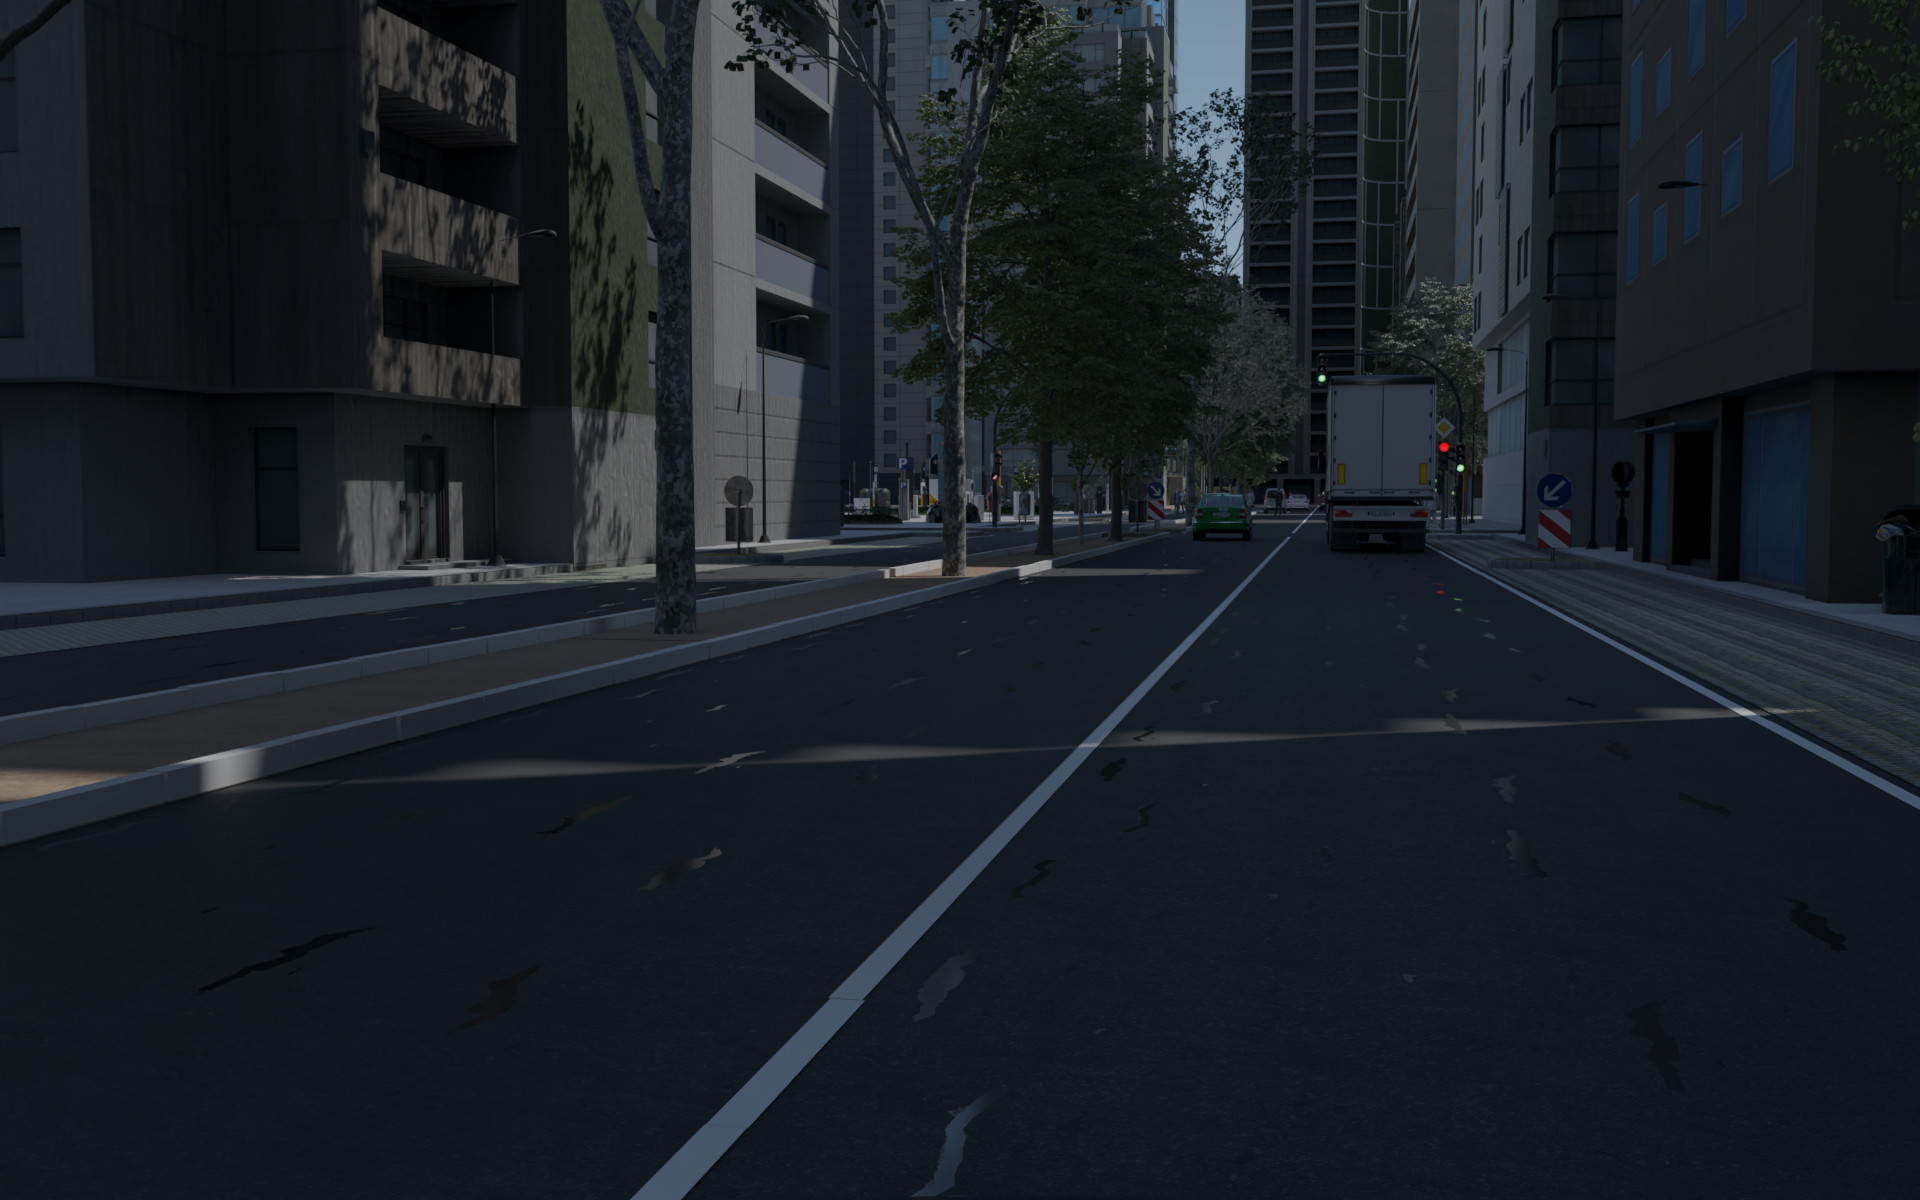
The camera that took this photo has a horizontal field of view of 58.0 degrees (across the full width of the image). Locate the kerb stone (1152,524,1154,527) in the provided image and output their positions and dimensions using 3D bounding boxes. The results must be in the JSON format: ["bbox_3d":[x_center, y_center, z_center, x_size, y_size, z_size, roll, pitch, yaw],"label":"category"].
[{"bbox_3d":[7.942,-3.087,72.663,0.120,0.150,1.000,1,4,12],"label":"kerb stone"}]

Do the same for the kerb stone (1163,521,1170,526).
[{"bbox_3d":[9.446,-3.516,79.678,0.120,0.150,1.000,1,4,12],"label":"kerb stone"}]

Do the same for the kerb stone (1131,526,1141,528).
[{"bbox_3d":[6.870,-2.780,67.646,0.120,0.150,1.000,1,4,12],"label":"kerb stone"}]

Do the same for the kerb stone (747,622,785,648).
[{"bbox_3d":[-1.909,0.350,16.545,0.120,0.150,1.000,1,4,12],"label":"kerb stone"}]

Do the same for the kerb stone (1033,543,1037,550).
[{"bbox_3d":[1.828,-1.337,44.066,0.120,0.150,1.000,1,4,12],"label":"kerb stone"}]

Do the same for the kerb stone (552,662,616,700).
[{"bbox_3d":[-2.768,0.593,12.532,0.120,0.150,1.000,1,4,12],"label":"kerb stone"}]

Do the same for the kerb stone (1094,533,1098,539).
[{"bbox_3d":[4.188,-2.013,55.101,0.120,0.150,1.000,1,4,12],"label":"kerb stone"}]

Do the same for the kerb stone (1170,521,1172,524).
[{"bbox_3d":[9.658,-3.577,80.683,0.120,0.150,1.000,1,4,12],"label":"kerb stone"}]

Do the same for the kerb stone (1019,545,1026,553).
[{"bbox_3d":[1.399,-1.215,42.058,0.120,0.150,1.000,1,4,12],"label":"kerb stone"}]

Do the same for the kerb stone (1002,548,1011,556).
[{"bbox_3d":[0.969,-1.092,40.049,0.120,0.150,1.000,1,4,12],"label":"kerb stone"}]

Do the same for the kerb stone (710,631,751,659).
[{"bbox_3d":[-2.121,0.412,15.530,0.120,0.150,1.000,1,4,12],"label":"kerb stone"}]

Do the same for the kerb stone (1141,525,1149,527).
[{"bbox_3d":[7.515,-2.964,70.655,0.120,0.150,1.000,1,4,12],"label":"kerb stone"}]

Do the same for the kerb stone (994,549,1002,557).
[{"bbox_3d":[0.748,-1.031,39.051,0.120,0.150,1.000,1,4,12],"label":"kerb stone"}]

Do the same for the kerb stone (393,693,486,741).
[{"bbox_3d":[-3.191,0.714,10.528,0.120,0.150,1.000,1,4,12],"label":"kerb stone"}]

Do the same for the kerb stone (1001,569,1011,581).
[{"bbox_3d":[0.655,-0.391,28.584,0.120,0.150,1.000,1,4,12],"label":"kerb stone"}]

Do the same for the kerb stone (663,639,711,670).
[{"bbox_3d":[-2.340,0.469,14.530,0.120,0.150,1.000,1,4,12],"label":"kerb stone"}]

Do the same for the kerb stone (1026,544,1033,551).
[{"bbox_3d":[1.614,-1.276,43.059,0.120,0.150,1.000,1,4,12],"label":"kerb stone"}]

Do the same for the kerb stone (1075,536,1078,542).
[{"bbox_3d":[3.333,-1.765,51.083,0.120,0.150,1.000,1,4,12],"label":"kerb stone"}]

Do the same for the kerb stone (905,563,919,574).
[{"bbox_3d":[-0.954,-0.541,31.036,0.120,0.150,1.000,1,4,12],"label":"kerb stone"}]

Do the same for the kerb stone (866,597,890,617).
[{"bbox_3d":[-1.046,0.101,20.549,0.120,0.150,1.000,1,4,12],"label":"kerb stone"}]

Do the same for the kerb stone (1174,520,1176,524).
[{"bbox_3d":[10.093,-3.700,82.690,0.120,0.150,1.000,1,4,12],"label":"kerb stone"}]

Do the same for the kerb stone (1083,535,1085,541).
[{"bbox_3d":[3.547,-1.828,52.088,0.120,0.150,1.000,1,4,12],"label":"kerb stone"}]

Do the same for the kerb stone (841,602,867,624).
[{"bbox_3d":[-1.264,0.162,19.547,0.120,0.150,1.000,1,4,12],"label":"kerb stone"}]

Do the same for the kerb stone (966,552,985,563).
[{"bbox_3d":[0.333,-0.907,37.050,0.120,0.150,1.000,1,4,12],"label":"kerb stone"}]

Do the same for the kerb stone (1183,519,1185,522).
[{"bbox_3d":[11.168,-4.001,87.703,0.120,0.150,1.000,1,4,12],"label":"kerb stone"}]

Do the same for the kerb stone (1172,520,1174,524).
[{"bbox_3d":[9.870,-3.639,81.692,0.120,0.150,1.000,1,4,12],"label":"kerb stone"}]

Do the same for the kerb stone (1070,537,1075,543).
[{"bbox_3d":[3.114,-1.703,50.085,0.120,0.150,1.000,1,4,12],"label":"kerb stone"}]

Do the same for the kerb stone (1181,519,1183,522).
[{"bbox_3d":[10.944,-3.945,86.698,0.120,0.150,1.000,1,4,12],"label":"kerb stone"}]

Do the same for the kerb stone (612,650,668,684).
[{"bbox_3d":[-2.548,0.530,13.530,0.120,0.150,1.000,1,4,12],"label":"kerb stone"}]

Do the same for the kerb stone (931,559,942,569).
[{"bbox_3d":[-0.531,-0.664,33.048,0.120,0.150,1.000,1,4,12],"label":"kerb stone"}]

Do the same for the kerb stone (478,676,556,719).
[{"bbox_3d":[-2.980,0.652,11.528,0.120,0.150,1.000,1,4,12],"label":"kerb stone"}]

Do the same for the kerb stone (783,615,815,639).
[{"bbox_3d":[-1.695,0.284,17.544,0.120,0.150,1.000,1,4,12],"label":"kerb stone"}]

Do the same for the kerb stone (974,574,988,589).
[{"bbox_3d":[0.229,-0.267,26.564,0.120,0.150,1.000,1,4,12],"label":"kerb stone"}]

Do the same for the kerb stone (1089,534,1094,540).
[{"bbox_3d":[3.972,-1.951,54.102,0.120,0.150,1.000,1,4,12],"label":"kerb stone"}]

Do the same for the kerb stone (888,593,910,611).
[{"bbox_3d":[-0.836,0.041,21.549,0.120,0.150,1.000,1,4,12],"label":"kerb stone"}]

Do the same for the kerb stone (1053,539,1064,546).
[{"bbox_3d":[2.687,-1.583,48.073,0.120,0.150,1.000,1,4,12],"label":"kerb stone"}]

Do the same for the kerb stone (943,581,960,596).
[{"bbox_3d":[-0.202,-0.144,24.553,0.120,0.150,1.000,1,4,12],"label":"kerb stone"}]

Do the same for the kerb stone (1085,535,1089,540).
[{"bbox_3d":[3.761,-1.890,53.094,0.120,0.150,1.000,1,4,12],"label":"kerb stone"}]

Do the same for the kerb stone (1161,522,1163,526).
[{"bbox_3d":[8.788,-3.332,76.674,0.120,0.150,1.000,1,4,12],"label":"kerb stone"}]

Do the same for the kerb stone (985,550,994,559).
[{"bbox_3d":[0.544,-0.970,38.050,0.120,0.150,1.000,1,4,12],"label":"kerb stone"}]

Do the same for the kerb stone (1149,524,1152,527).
[{"bbox_3d":[7.727,-3.025,71.655,0.120,0.150,1.000,1,4,12],"label":"kerb stone"}]

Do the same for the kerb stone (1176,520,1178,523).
[{"bbox_3d":[10.302,-3.761,83.691,0.120,0.150,1.000,1,4,12],"label":"kerb stone"}]

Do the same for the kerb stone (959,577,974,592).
[{"bbox_3d":[0.016,-0.205,25.552,0.120,0.150,1.000,1,4,12],"label":"kerb stone"}]

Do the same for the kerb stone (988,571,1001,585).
[{"bbox_3d":[0.452,-0.329,27.570,0.120,0.150,1.000,1,4,12],"label":"kerb stone"}]

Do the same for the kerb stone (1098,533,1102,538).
[{"bbox_3d":[4.407,-2.074,56.109,0.120,0.150,1.000,1,4,12],"label":"kerb stone"}]

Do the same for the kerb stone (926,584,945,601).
[{"bbox_3d":[-0.411,-0.080,23.549,0.120,0.150,1.000,1,4,12],"label":"kerb stone"}]

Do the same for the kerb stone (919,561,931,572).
[{"bbox_3d":[-0.751,-0.602,32.038,0.120,0.150,1.000,1,4,12],"label":"kerb stone"}]

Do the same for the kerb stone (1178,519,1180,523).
[{"bbox_3d":[10.516,-3.823,84.694,0.120,0.150,1.000,1,4,12],"label":"kerb stone"}]

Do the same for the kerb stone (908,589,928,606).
[{"bbox_3d":[-0.625,-0.022,22.550,0.120,0.150,1.000,1,4,12],"label":"kerb stone"}]

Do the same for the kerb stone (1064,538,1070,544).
[{"bbox_3d":[2.904,-1.644,49.074,0.120,0.150,1.000,1,4,12],"label":"kerb stone"}]

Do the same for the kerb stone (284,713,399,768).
[{"bbox_3d":[-3.417,0.775,9.523,0.120,0.150,1.000,1,4,12],"label":"kerb stone"}]

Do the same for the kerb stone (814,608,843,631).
[{"bbox_3d":[-1.477,0.223,18.547,0.120,0.150,1.000,1,4,12],"label":"kerb stone"}]

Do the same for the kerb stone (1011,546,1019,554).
[{"bbox_3d":[1.188,-1.150,41.054,0.120,0.150,1.000,1,4,12],"label":"kerb stone"}]

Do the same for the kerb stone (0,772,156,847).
[{"bbox_3d":[-3.836,0.902,7.523,0.120,0.150,1.000,1,4,12],"label":"kerb stone"}]

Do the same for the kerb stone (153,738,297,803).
[{"bbox_3d":[-3.622,0.837,8.522,0.120,0.150,1.000,1,4,12],"label":"kerb stone"}]
